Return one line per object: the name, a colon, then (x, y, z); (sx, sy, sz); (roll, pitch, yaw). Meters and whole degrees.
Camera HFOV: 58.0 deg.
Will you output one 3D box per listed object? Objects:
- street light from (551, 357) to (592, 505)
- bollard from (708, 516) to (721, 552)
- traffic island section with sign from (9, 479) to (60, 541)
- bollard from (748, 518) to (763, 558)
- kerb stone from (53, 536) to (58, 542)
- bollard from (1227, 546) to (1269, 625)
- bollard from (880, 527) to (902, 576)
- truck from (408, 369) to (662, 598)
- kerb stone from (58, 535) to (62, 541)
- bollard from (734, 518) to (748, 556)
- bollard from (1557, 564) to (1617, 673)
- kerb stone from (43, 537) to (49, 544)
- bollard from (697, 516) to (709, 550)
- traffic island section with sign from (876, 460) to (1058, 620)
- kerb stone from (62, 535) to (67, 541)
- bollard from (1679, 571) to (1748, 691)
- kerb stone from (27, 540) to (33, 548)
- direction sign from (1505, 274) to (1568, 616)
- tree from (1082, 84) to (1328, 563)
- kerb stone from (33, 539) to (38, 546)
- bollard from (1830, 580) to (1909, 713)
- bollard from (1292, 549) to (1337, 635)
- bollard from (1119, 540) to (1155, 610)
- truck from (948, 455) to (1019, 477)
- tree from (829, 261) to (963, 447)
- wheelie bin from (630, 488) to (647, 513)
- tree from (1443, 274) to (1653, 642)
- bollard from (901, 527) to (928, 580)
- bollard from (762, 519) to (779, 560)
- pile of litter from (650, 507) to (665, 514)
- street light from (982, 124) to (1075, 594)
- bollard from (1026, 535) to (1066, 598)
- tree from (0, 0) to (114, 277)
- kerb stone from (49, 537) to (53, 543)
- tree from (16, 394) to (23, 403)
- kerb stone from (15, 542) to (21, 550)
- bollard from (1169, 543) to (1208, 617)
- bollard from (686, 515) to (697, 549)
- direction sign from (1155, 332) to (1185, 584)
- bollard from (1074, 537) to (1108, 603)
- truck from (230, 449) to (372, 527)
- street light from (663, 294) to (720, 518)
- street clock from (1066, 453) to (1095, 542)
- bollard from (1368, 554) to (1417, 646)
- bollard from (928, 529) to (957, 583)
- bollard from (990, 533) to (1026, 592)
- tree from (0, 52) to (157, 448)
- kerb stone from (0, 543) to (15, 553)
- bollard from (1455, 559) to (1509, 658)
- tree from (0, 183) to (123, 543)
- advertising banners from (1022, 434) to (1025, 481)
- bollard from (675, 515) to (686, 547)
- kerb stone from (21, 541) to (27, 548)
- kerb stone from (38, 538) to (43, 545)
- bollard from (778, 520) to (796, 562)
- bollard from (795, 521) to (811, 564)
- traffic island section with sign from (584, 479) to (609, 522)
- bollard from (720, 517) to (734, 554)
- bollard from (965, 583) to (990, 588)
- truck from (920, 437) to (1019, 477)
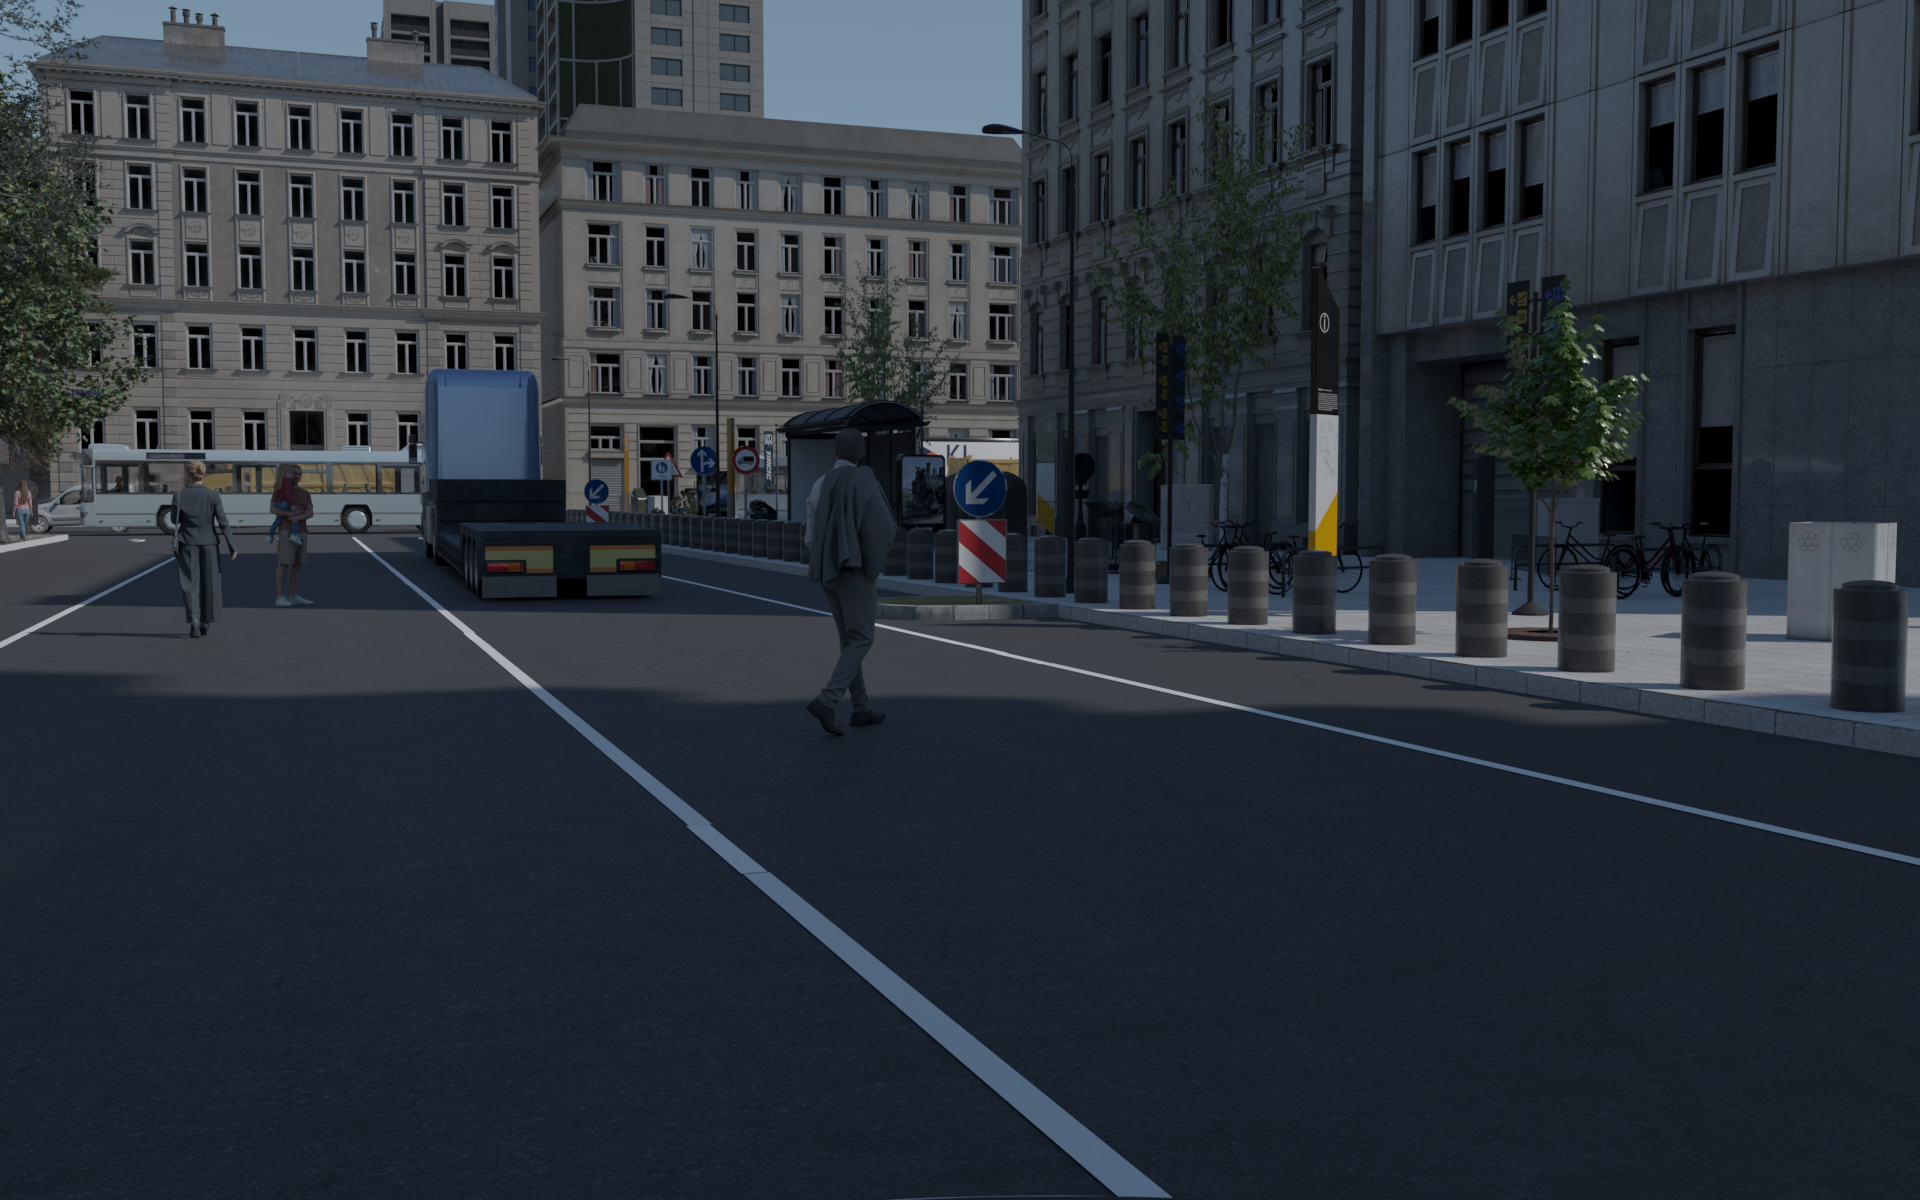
street light: (-13.143, -5.282, 58.900); (1.470, 5.913, 1.316); (-1, 4, -21)
bollard: (-5.297, -1.456, 38.518); (0.404, 0.777, 0.398); (0, 3, 0)
traffic island section with sign: (-28.832, -2.765, 53.338); (2.006, 1.907, 1.989); (-1, 4, -21)
bollard: (-4.014, -1.249, 35.142); (0.404, 0.777, 0.398); (0, 3, 0)
kerb stone: (-26.872, -1.773, 51.192); (0.120, 0.150, 1.000); (-1, 4, -21)
bollard: (2.845, -0.146, 17.106); (0.404, 0.777, 0.398); (0, 3, 0)
bollard: (-1.021, -0.767, 27.262); (0.404, 0.777, 0.398); (0, 3, 0)
truck: (-8.356, -2.585, 32.030); (2.967, 4.110, 18.799); (-1, 4, -19)
kerb stone: (-27.236, -1.831, 52.151); (0.120, 0.150, 1.000); (-1, 4, -21)
bollard: (-4.442, -1.318, 36.265); (0.404, 0.777, 0.398); (0, 3, 0)
bollard: (4.559, 0.130, 12.594); (0.404, 0.777, 0.398); (0, 3, 0)
kerb stone: (-26.140, -1.655, 49.272); (0.120, 0.150, 1.000); (-1, 4, -21)
bollard: (-5.724, -1.524, 39.641); (0.404, 0.777, 0.398); (0, 3, 0)
traffic island section with sign: (-0.131, -0.736, 20.654); (1.989, 1.847, 2.006); (-1, 4, -21)
kerb stone: (-27.606, -1.891, 53.107); (0.120, 0.150, 1.000); (-1, 4, -21)
bollard: (4.987, 0.199, 11.465); (0.404, 0.777, 0.398); (0, 3, 0)
kerb stone: (-25.049, -1.480, 46.392); (0.120, 0.150, 1.000); (-1, 4, -21)
direction sign: (6.058, -1.608, 18.293); (0.379, 3.537, 0.876); (-2, 4, -23)
tree: (4.654, -4.957, 31.414); (4.737, 8.622, 4.395); (0, 3, 0)
kerb stone: (-25.414, -1.539, 47.350); (0.120, 0.150, 1.000); (-1, 4, -21)
bollard: (5.420, 0.269, 10.327); (0.404, 0.777, 0.398); (0, 3, 0)
bollard: (3.272, -0.077, 15.983); (0.404, 0.777, 0.398); (0, 3, 0)
bollard: (1.982, -0.285, 19.377); (0.404, 0.777, 0.398); (0, 3, 0)
truck: (4.422, -5.051, 78.512); (9.791, 3.379, 3.469); (-1, 4, -20)
tree: (-2.308, -6.369, 54.503); (4.737, 8.622, 4.395); (0, 3, 0)
wheelie bin: (-17.393, -5.233, 93.473); (0.693, 1.594, 0.980); (3, 5, 43)
tree: (5.310, -1.266, 15.293); (1.663, 3.219, 1.824); (0, 3, 0)
bollard: (-0.594, -0.699, 26.139); (0.404, 0.777, 0.398); (0, 3, 0)
bollard: (-3.590, -1.180, 34.017); (0.404, 0.777, 0.398); (0, 3, 0)
pile of litter: (-9.745, -2.638, 57.089); (1.176, 0.858, 1.719); (-2, 4, -29)
street light: (0.927, -3.030, 22.077); (1.470, 5.913, 1.316); (-1, 4, -21)
bollard: (1.124, -0.422, 21.623); (0.404, 0.777, 0.398); (0, 3, 0)
tree: (-15.697, -6.582, 20.445); (12.009, 13.543, 11.850); (0, 3, 0)
kerb stone: (-26.512, -1.714, 50.232); (0.120, 0.150, 1.000); (-1, 4, -21)
tree: (-25.132, -5.545, 43.482); (4.360, 8.622, 3.978); (0, 3, 0)
kerb stone: (-24.317, -1.363, 44.476); (0.120, 0.150, 1.000); (-1, 4, -21)
bollard: (2.409, -0.216, 18.242); (0.404, 0.777, 0.398); (0, 3, 0)
bollard: (-6.160, -1.594, 40.779); (0.404, 0.777, 0.398); (0, 3, 0)
direction sign: (2.993, -1.999, 24.677); (0.379, 3.537, 0.876); (2, 4, 33)
bollard: (1.553, -0.354, 20.500); (0.404, 0.777, 0.398); (0, 3, 0)
truck: (-30.163, -4.962, 77.045); (9.791, 3.379, 3.469); (-1, 4, -20)
street light: (-6.203, -4.154, 40.452); (1.470, 5.913, 1.316); (-1, 4, -21)
street clock: (2.120, -1.585, 30.491); (0.471, 2.002, 0.358); (-1, 4, -23)
bollard: (3.707, -0.008, 14.842); (0.404, 0.777, 0.398); (0, 3, 0)
bollard: (-0.167, -0.630, 25.015); (0.404, 0.777, 0.398); (0, 3, 0)
bollard: (0.693, -0.492, 22.755); (0.404, 0.777, 0.398); (0, 3, 0)
tree: (-22.468, -7.162, 36.561); (9.611, 12.733, 9.660); (0, 3, 0)
kerb stone: (-23.962, -1.299, 43.514); (0.120, 0.150, 1.000); (-1, 4, -21)
bollard: (4.135, 0.061, 13.719); (0.404, 0.777, 0.398); (0, 3, 0)
tree: (-28.252, -7.699, 50.396); (6.751, 12.117, 7.091); (0, 3, 0)
advertising banners: (1.796, -3.265, 49.576); (0.090, 3.025, 2.074); (0, 4, 4)
bollard: (-6.591, -1.663, 41.907); (0.404, 0.777, 0.398); (0, 3, 0)
kerb stone: (-24.690, -1.421, 45.431); (0.120, 0.150, 1.000); (-1, 4, -21)
kerb stone: (-25.783, -1.597, 48.310); (0.120, 0.150, 1.000); (-1, 4, -21)
bollard: (-3.161, -1.112, 32.894); (0.404, 0.777, 0.398); (0, 3, 0)
bollard: (-2.732, -1.043, 31.772); (0.404, 0.777, 0.398); (0, 3, 0)
traffic island section with sign: (-10.005, -2.325, 46.638); (1.989, 1.847, 2.006); (-1, 4, -21)
bollard: (-4.875, -1.387, 37.392); (0.404, 0.777, 0.398); (0, 3, 0)
bollard: (0.265, -0.561, 23.887); (0.404, 0.777, 0.398); (0, 3, 0)
truck: (1.472, -6.042, 87.693); (11.283, 4.237, 2.839); (-1, 4, -22)
